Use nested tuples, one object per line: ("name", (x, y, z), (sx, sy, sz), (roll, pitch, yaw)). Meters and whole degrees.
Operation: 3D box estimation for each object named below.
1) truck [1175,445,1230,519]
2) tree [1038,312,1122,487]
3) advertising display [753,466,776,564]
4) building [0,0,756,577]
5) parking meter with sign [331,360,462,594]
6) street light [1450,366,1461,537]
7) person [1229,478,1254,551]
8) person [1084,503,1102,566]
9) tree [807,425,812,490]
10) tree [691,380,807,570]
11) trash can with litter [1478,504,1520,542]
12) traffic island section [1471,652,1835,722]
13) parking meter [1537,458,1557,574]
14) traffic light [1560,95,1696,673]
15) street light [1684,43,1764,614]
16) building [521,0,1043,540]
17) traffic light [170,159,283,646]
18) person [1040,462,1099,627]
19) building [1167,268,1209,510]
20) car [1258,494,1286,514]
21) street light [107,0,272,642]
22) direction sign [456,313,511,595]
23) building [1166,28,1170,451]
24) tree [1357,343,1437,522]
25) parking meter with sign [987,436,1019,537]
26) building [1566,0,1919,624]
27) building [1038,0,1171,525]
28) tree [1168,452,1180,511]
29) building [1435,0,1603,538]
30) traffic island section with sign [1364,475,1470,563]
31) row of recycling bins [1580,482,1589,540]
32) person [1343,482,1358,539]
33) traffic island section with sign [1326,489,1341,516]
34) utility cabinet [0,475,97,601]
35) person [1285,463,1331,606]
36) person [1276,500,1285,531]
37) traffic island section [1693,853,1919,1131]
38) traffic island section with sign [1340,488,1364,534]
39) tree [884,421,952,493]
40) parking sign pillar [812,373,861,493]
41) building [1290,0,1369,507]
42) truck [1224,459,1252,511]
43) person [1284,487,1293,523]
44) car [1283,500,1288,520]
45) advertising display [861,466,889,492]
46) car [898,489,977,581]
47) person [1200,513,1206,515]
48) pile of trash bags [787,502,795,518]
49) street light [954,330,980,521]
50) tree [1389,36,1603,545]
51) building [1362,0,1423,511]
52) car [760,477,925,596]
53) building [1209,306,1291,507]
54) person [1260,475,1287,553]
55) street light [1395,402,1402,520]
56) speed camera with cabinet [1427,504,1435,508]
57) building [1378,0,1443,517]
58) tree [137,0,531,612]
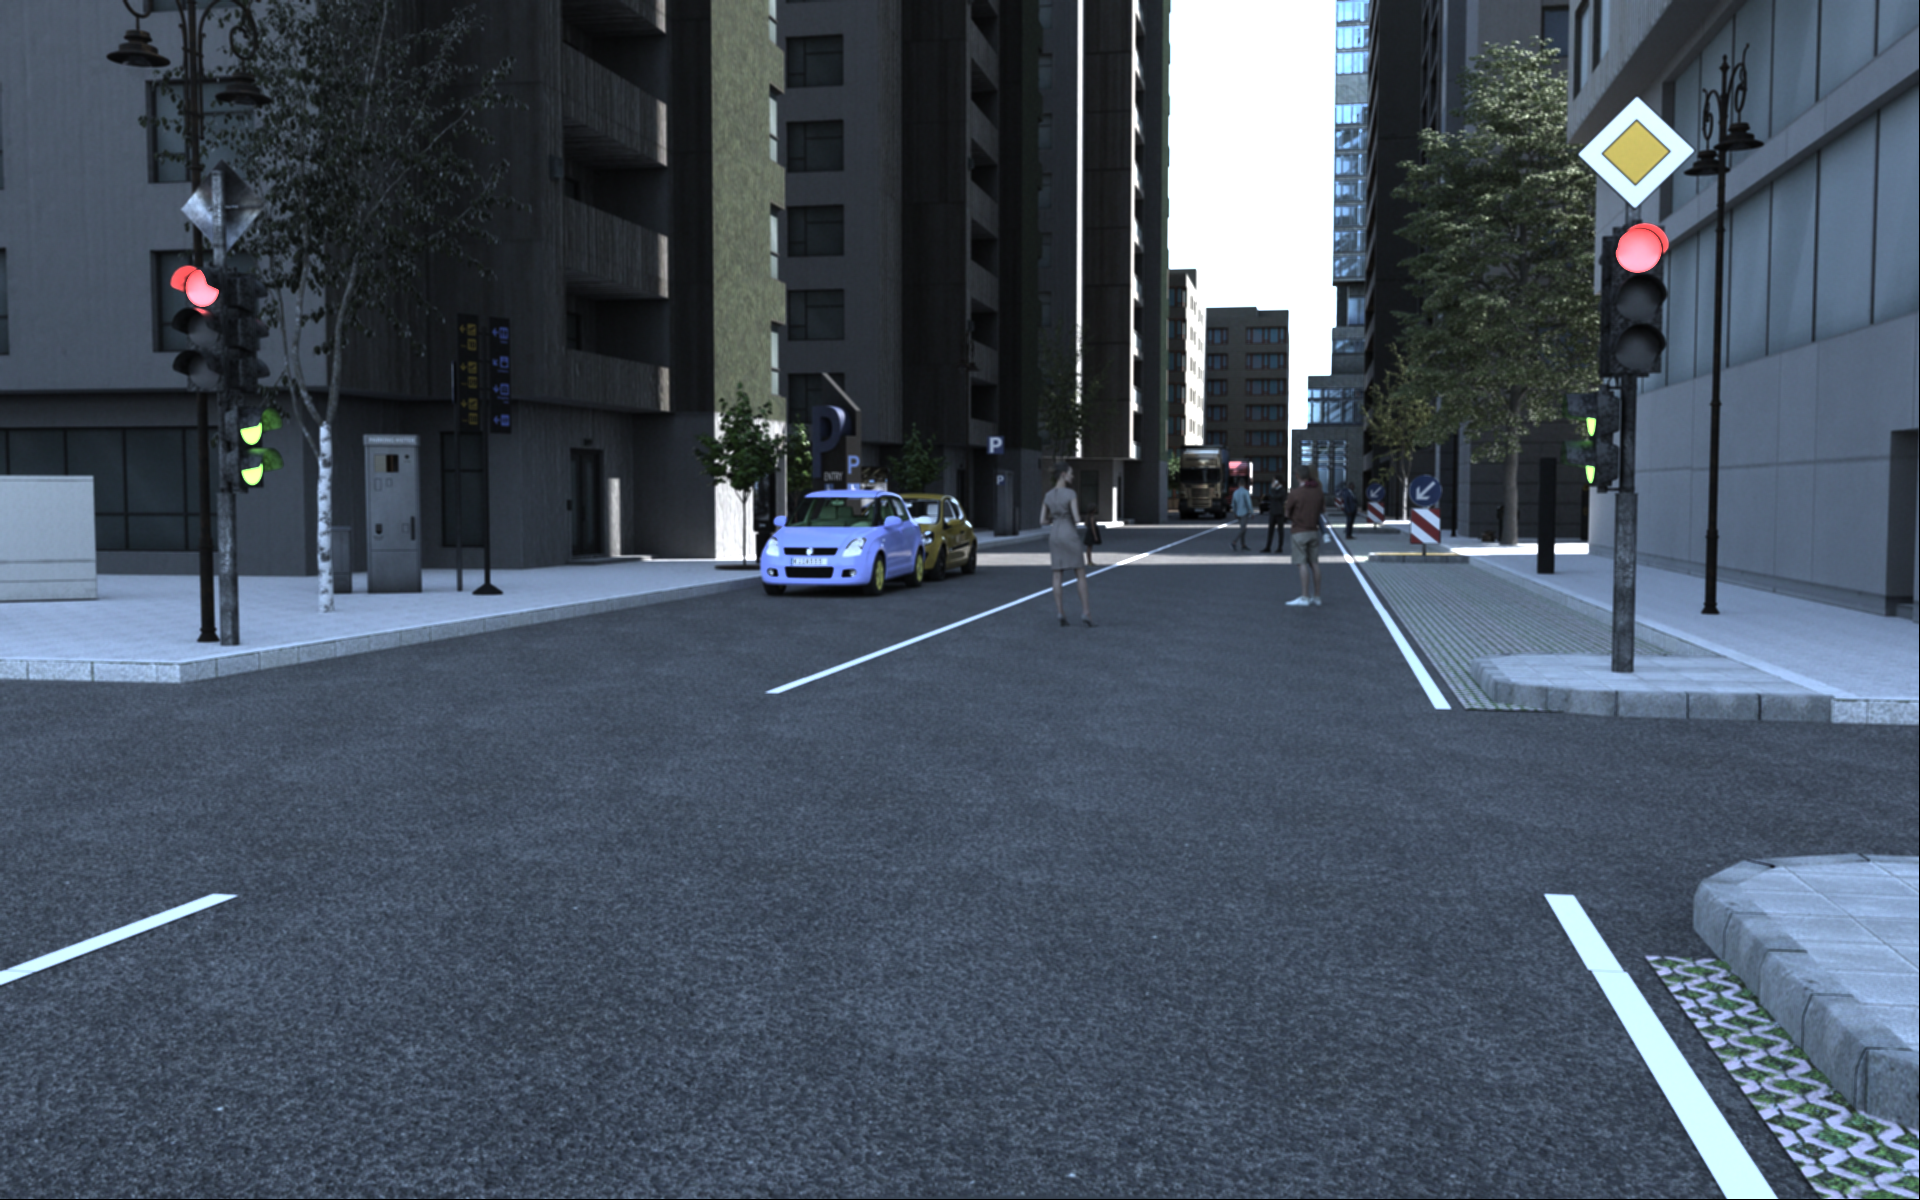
("truck", (14.285, -6.869, 101.229), (2.839, 4.237, 11.283), (1, 4, 11))
("tree", (4.321, -7.386, 71.131), (4.737, 8.622, 4.395), (0, 3, 0))
("advertising display", (-3.578, -1.619, 31.681), (0.123, 1.923, 0.974), (-2, 4, -24))
("building", (-12.099, -15.947, 32.441), (14.160, 30.474, 14.107), (1, 4, 11))
("parking meter with sign", (-7.388, -1.606, 22.518), (1.738, 3.016, 0.543), (-1, 4, -18))
("street light", (14.867, -4.844, 51.993), (0.468, 5.910, 1.993), (1, 4, 11))
("person", (7.047, -2.158, 43.641), (0.748, 1.841, 0.638), (-1, 4, -23))
("person", (2.638, -1.296, 34.367), (0.373, 1.253, 0.362), (0, 4, 0))
("tree", (-3.786, -2.829, 40.859), (1.663, 3.219, 1.824), (0, 3, 0))
("tree", (-3.829, -2.144, 29.649), (1.663, 3.219, 1.824), (0, 3, 0))
("trash can with litter", (14.428, -2.141, 46.396), (1.055, 1.170, 0.624), (2, 4, 34))
("traffic island section", (4.805, 0.598, 12.503), (2.009, 0.180, 2.903), (1, 4, 11))
("parking meter", (9.477, -1.362, 27.972), (0.255, 1.863, 0.399), (1, 4, 17))
("traffic light", (4.767, -1.436, 12.397), (0.839, 4.253, 0.868), (1, 4, 11))
("street light", (8.044, -2.789, 18.392), (0.468, 5.910, 1.993), (1, 4, 11))
("building", (-5.154, -17.578, 59.096), (14.160, 30.474, 14.107), (1, 4, 11))
("traffic light", (-6.179, -1.569, 14.575), (0.839, 4.253, 0.868), (1, 4, 11))
("person", (1.183, -0.607, 18.768), (0.599, 1.781, 0.374), (3, 5, 39))
("building", (6.239, -18.784, 152.153), (28.899, 21.520, 27.650), (1, 4, 11))
("car", (22.301, -6.976, 123.848), (2.009, 1.686, 4.222), (1, 4, 10))
("street light", (-6.542, -2.576, 14.898), (0.468, 5.910, 1.993), (1, 4, 11))
("direction sign", (-6.053, -1.840, 22.086), (0.379, 3.537, 0.876), (2, 4, 32))
("building", (7.411, -28.957, 123.564), (14.600, 45.320, 14.200), (1, 4, 11))
("tree", (20.719, -7.973, 80.727), (4.737, 8.622, 4.395), (0, 3, 0))
("parking meter with sign", (1.352, -3.457, 52.780), (0.543, 3.016, 1.738), (1, 4, 19))
("building", (22.845, -26.335, 19.817), (27.495, 52.752, 28.713), (1, 4, 11))
("building", (2.289, -24.315, 81.149), (14.154, 41.232, 14.086), (1, 4, 11))
("tree", (16.357, -9.129, 132.979), (4.285, 4.588, 4.351), (0, 3, 0))
("building", (27.981, -31.725, 60.704), (21.231, 58.520, 28.212), (1, 4, 11))
("traffic island section with sign", (9.680, -1.714, 36.649), (1.989, 1.847, 2.006), (1, 4, 11))
("row of recycling bins", (17.394, -2.423, 46.730), (1.069, 1.692, 3.534), (1, 4, 15))
("person", (12.386, -2.832, 54.983), (0.419, 1.800, 0.721), (3, 4, 38))
("traffic island section with sign", (24.894, -6.339, 112.264), (1.989, 1.847, 2.006), (1, 4, 11))
("utility cabinet", (-11.009, -0.738, 20.738), (1.173, 1.500, 0.318), (-2, 4, -27))
("person", (4.488, -0.849, 22.356), (0.573, 1.828, 0.580), (1, 4, 17))
("person", (12.383, -3.601, 67.712), (0.374, 1.781, 0.599), (-2, 4, -35))
("traffic island section", (3.229, 1.077, 4.675), (2.009, 0.180, 2.903), (1, 4, 11))
("traffic island section with sign", (14.996, -3.330, 63.077), (1.989, 1.847, 2.006), (1, 4, 11))
("tree", (-1.275, -3.155, 46.194), (1.663, 3.219, 1.824), (0, 3, 0))
("parking sign pillar", (-2.715, -3.032, 38.051), (1.447, 3.967, 1.447), (-3, 5, -39))
("building", (49.802, -52.766, 175.395), (31.000, 86.520, 22.319), (1, 4, 11))
("truck", (22.445, -9.312, 141.169), (2.839, 4.237, 11.283), (1, 4, 11))
("person", (16.498, -4.720, 86.077), (0.834, 1.777, 0.661), (2, 4, 25))
("car", (18.935, -5.285, 96.634), (2.015, 1.641, 3.980), (1, 4, 13))
("advertising display", (-2.130, -2.147, 40.315), (0.974, 1.923, 0.123), (0, 4, 6))
("car", (-0.855, -1.200, 29.844), (2.015, 1.641, 3.980), (1, 4, 12))
("person", (16.485, -6.667, 117.959), (0.568, 1.767, 0.683), (-3, 4, -36))
("pile of trash bags", (-5.268, -2.238, 46.343), (3.447, 1.369, 1.912), (-3, 5, -41))
("street light", (0.209, -4.653, 48.858), (0.468, 5.910, 1.993), (1, 4, 11))
("tree", (14.320, -7.678, 43.663), (7.486, 12.596, 7.792), (0, 3, 0))
("building", (39.062, -30.256, 118.386), (21.300, 48.544, 21.600), (1, 4, 11))
("car", (-1.692, -0.977, 25.559), (1.945, 1.707, 3.694), (1, 4, 12))
("building", (20.352, -20.784, 184.854), (28.899, 21.520, 27.650), (1, 4, 11))
("person", (7.689, -2.108, 42.328), (0.474, 1.900, 0.648), (-2, 4, -27))
("street light", (21.581, -6.883, 85.317), (0.468, 5.910, 1.993), (1, 4, 11))
("speed camera with cabinet", (23.577, -5.470, 83.766), (2.038, 3.252, 0.660), (0, 4, 4))
("building", (34.813, -40.275, 96.754), (20.563, 71.187, 20.611), (1, 4, 11))
("tree", (-6.875, -4.188, 18.839), (4.360, 8.622, 3.978), (0, 3, 0))
